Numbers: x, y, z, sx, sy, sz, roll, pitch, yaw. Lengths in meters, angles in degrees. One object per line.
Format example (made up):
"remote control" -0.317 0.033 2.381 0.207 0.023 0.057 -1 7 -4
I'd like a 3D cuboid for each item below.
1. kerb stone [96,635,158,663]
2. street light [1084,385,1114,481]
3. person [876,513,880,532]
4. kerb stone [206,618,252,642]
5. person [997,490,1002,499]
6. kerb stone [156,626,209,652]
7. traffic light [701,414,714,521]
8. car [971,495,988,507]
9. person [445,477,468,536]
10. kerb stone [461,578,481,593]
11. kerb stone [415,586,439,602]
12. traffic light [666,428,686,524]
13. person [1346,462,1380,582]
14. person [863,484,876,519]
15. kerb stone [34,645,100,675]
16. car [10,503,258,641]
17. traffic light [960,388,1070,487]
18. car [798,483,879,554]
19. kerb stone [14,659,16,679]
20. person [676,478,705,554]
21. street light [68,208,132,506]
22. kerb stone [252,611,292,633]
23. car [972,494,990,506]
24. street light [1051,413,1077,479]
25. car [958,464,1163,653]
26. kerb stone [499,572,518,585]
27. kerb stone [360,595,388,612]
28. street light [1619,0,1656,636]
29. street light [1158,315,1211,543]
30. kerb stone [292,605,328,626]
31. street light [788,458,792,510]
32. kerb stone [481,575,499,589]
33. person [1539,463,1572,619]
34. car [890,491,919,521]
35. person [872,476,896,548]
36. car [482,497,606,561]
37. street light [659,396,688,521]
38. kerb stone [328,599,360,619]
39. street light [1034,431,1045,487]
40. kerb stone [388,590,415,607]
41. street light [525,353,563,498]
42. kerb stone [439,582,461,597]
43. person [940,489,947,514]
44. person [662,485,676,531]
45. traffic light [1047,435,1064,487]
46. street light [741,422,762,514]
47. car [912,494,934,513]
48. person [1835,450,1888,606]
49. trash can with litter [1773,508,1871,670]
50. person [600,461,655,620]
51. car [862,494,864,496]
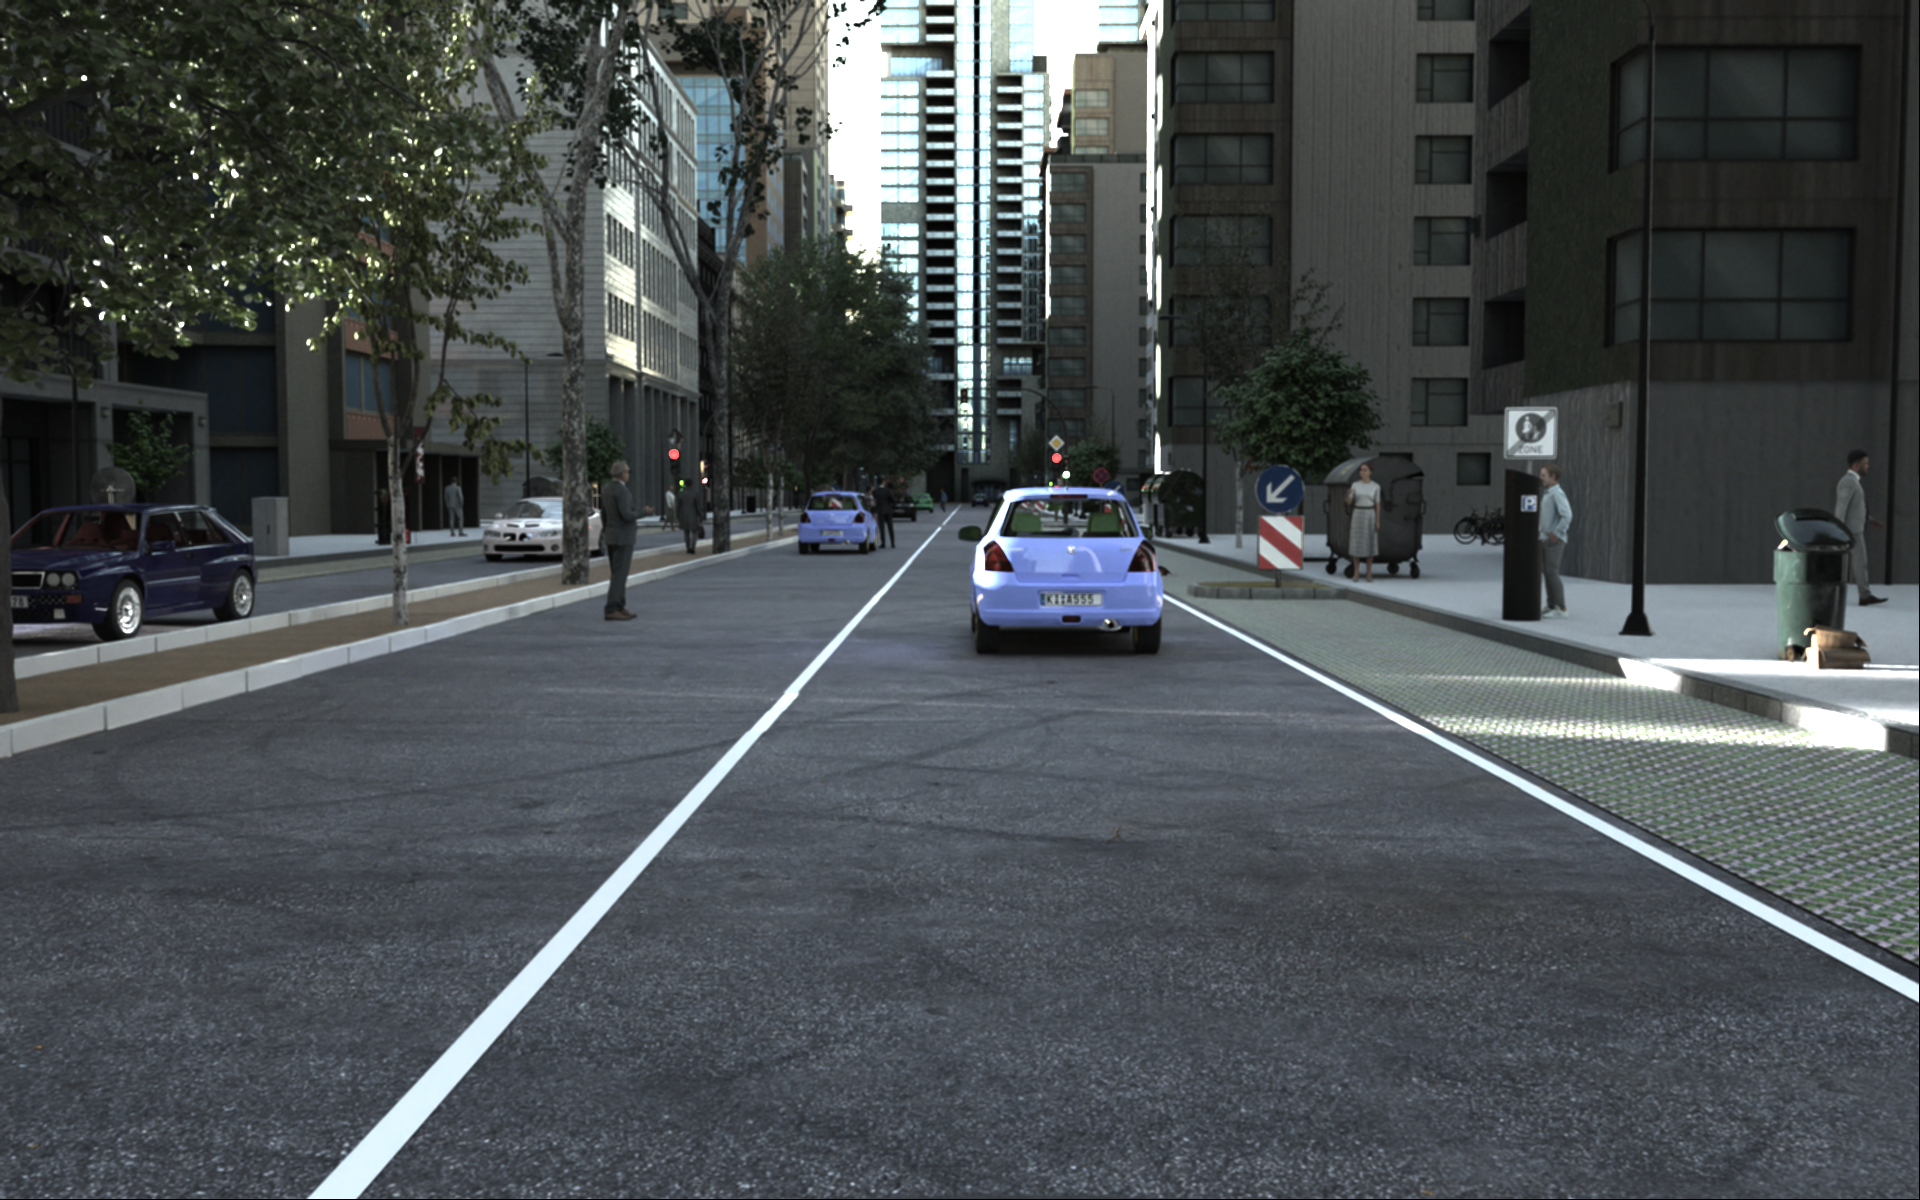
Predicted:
"kerb stone" -7.304 0.435 15.084 0.120 0.150 1.000 0 4 0
"street light" 6.002 -6.210 74.070 1.470 5.913 1.316 0 4 0
"person" -3.058 -3.460 66.075 0.522 1.701 0.512 -1 4 -18
"kerb stone" -7.294 0.310 17.131 0.120 0.150 1.000 0 4 0
"person" 3.510 -8.916 154.557 0.520 1.790 0.573 2 4 29
"kerb stone" -7.294 0.374 16.107 0.120 0.150 1.000 0 4 0
"traffic light" -10.022 -6.576 82.185 4.771 5.953 1.251 0 4 0
"car" 2.134 -10.924 191.193 1.945 1.354 3.894 0 4 0
"person" -15.411 -2.857 52.853 0.635 1.810 0.391 0 4 6
"kerb stone" -7.243 -0.189 25.322 0.120 0.150 1.000 0 4 0
"kerb stone" -7.253 -0.066 23.272 0.120 0.150 1.000 0 4 0
"traffic light" -12.163 -5.215 74.178 0.839 4.253 0.868 0 4 0
"person" 5.880 -1.142 25.278 0.480 1.755 0.524 1 4 13
"person" -2.730 -2.557 51.153 0.643 1.720 0.563 -3 4 -38
"kerb stone" -7.315 0.501 14.062 0.120 0.150 1.000 0 4 0
"car" -8.909 -0.337 18.094 1.945 1.354 3.894 0 4 2
"traffic light" 2.406 -6.073 73.964 4.771 5.953 1.251 0 4 0
"car" -2.987 -2.027 42.728 1.945 1.707 3.694 0 4 1
"kerb stone" -7.309 0.561 13.040 0.120 0.150 1.000 0 4 0
"person" -6.445 -2.010 41.471 0.694 1.812 0.767 0 4 6
"street light" -13.824 -3.398 28.091 1.470 5.913 1.316 0 4 0
"kerb stone" -7.288 0.247 18.153 0.120 0.150 1.000 0 4 0
"car" 2.452 -11.587 201.242 2.131 1.459 4.920 0 4 1
"street light" 6.104 -7.732 98.956 1.470 5.913 1.316 0 4 0
"car" 0.955 -0.446 16.879 1.945 1.707 3.694 0 4 -1
"kerb stone" -7.223 -0.316 27.366 0.120 0.150 1.000 0 4 0
"kerb stone" -7.266 0.059 21.226 0.120 0.150 1.000 0 4 0
"street light" 5.653 -2.638 15.667 1.470 5.913 1.316 0 4 0
"street light" 5.843 -4.436 45.065 1.470 5.913 1.316 0 4 0
"kerb stone" -7.278 0.184 19.182 0.120 0.150 1.000 0 4 0
"street light" -13.274 -10.285 140.699 1.470 5.913 1.316 0 4 0
"kerb stone" -7.241 -0.254 26.344 0.120 0.150 1.000 0 4 0
"person" 6.170 -0.625 18.074 0.330 1.601 0.589 1 4 10
"car" -3.184 -5.033 92.081 2.009 1.686 4.222 0 4 -1
"person" -2.028 -2.342 46.153 0.648 1.900 0.474 -1 4 -12
"car" -9.184 -1.606 38.615 2.083 1.381 4.827 0 4 2
"street light" -13.583 -6.699 82.063 1.470 5.913 1.316 0 4 0
"kerb stone" -7.270 0.122 20.204 0.120 0.150 1.000 0 4 0
"street light" 6.252 -9.506 127.960 1.470 5.913 1.316 0 4 0
"kerb stone" -7.261 -0.001 22.250 0.120 0.150 1.000 0 4 0
"street light" -13.722 -5.172 57.096 1.470 5.913 1.316 0 4 0
"kerb stone" -7.244 -0.129 24.297 0.120 0.150 1.000 0 4 0
"person" -1.146 -6.930 122.146 0.444 1.785 0.601 -1 4 -22
"person" -11.344 -3.594 67.485 0.641 1.798 0.478 2 4 33
"traffic light" 4.547 -5.698 82.077 0.839 4.253 0.868 0 4 0
"street light" -13.443 -8.511 111.694 1.470 5.913 1.316 0 4 0
"car" -2.936 -7.510 131.585 1.959 1.807 4.718 0 4 -1
"person" 10.251 -0.836 19.981 0.850 1.792 0.678 2 4 24
"trash can with litter" 6.559 -0.101 13.041 0.624 1.170 1.055 0 4 5
"person" -3.818 -0.681 19.812 0.590 1.801 0.661 -3 4 -36
"car" -8.631 -8.623 150.765 2.009 1.686 4.222 0 4 1
